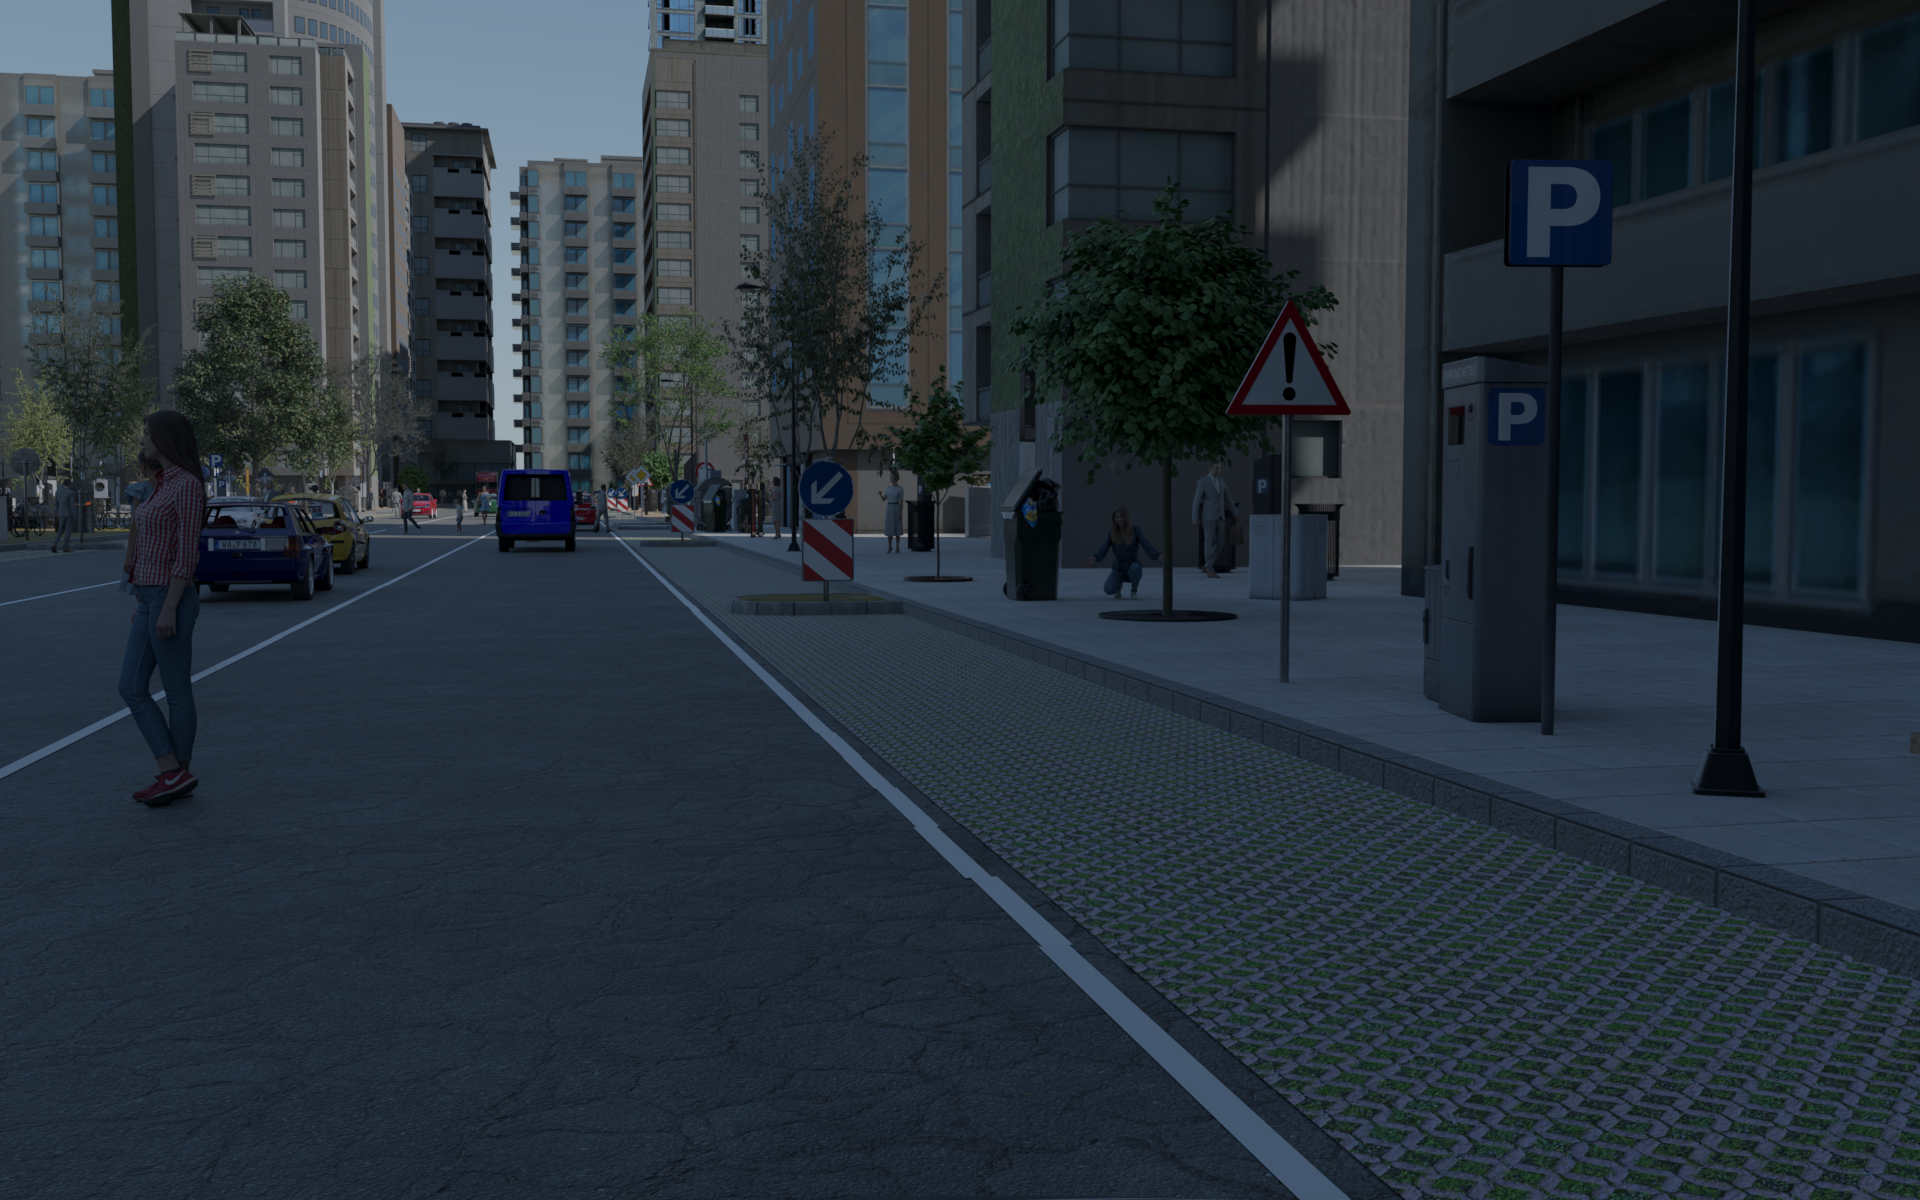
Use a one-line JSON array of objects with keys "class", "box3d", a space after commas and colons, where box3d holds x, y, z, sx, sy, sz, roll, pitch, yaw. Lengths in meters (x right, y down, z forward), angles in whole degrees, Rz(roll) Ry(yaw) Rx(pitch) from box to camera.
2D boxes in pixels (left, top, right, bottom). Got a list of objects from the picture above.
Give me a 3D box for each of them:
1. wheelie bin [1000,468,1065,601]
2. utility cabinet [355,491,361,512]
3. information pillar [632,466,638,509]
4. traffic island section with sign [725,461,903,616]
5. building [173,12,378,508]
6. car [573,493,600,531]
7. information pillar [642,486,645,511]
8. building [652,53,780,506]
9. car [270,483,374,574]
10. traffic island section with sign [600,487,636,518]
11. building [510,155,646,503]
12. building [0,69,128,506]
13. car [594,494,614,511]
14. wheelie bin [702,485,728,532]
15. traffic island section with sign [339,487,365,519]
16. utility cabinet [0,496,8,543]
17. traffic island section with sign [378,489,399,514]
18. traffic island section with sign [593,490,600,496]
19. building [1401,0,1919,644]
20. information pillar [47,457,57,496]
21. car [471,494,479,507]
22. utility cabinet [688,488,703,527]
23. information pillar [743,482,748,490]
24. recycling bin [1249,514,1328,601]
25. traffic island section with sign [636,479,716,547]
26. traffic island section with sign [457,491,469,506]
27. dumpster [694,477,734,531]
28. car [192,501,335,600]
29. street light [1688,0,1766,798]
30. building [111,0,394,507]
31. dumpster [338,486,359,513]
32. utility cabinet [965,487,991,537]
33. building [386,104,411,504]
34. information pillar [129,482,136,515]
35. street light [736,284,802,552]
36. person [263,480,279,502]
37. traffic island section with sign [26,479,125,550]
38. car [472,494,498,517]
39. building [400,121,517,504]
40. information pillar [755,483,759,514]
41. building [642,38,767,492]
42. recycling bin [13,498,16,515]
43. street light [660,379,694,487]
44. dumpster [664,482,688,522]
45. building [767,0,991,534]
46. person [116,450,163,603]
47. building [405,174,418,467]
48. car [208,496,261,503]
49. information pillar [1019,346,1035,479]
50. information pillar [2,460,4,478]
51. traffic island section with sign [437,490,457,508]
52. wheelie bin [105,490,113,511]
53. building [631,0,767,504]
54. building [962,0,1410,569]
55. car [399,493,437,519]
[{"class": "wheelie bin", "box3d": [0.883, -0.804, 21.058, 0.693, 1.594, 0.980, -1, 4, -14]}, {"class": "utility cabinet", "box3d": [-42.718, -6.913, 121.703, 1.173, 1.500, 0.318, 1, 4, 9]}, {"class": "information pillar", "box3d": [-27.390, -9.458, 145.986, 0.504, 3.616, 0.183, -2, 4, -28]}, {"class": "traffic island section with sign", "box3d": [-1.851, -0.773, 21.268, 1.989, 1.847, 2.006, -1, 4, -13]}, {"class": "building", "box3d": [-59.428, -28.624, 151.604, 14.154, 41.232, 14.086, -1, 4, -13]}, {"class": "car", "box3d": [-15.072, -3.611, 68.074, 2.155, 1.783, 4.494, -1, 4, -12]}, {"class": "information pillar", "box3d": [-23.023, -7.471, 126.641, 0.304, 2.012, 0.304, 1, 4, 21]}, {"class": "building", "box3d": [-22.195, -29.491, 165.773, 14.154, 41.232, 14.086, -1, 4, -13]}, {"class": "car", "box3d": [-12.005, -1.342, 32.173, 2.015, 1.641, 3.980, -1, 4, -13]}, {"class": "traffic island section with sign", "box3d": [-20.062, -5.724, 102.212, 1.989, 1.847, 2.006, -1, 4, -13]}, {"class": "building", "box3d": [-48.251, -38.427, 247.895, 30.456, 49.044, 23.786, -1, 4, -13]}, {"class": "building", "box3d": [-94.901, -35.437, 199.006, 30.456, 49.044, 23.786, -1, 4, -13]}, {"class": "car", "box3d": [-29.905, -8.242, 144.974, 2.015, 1.641, 3.980, -1, 4, -13]}, {"class": "wheelie bin", "box3d": [-8.199, -3.068, 58.072, 0.693, 1.594, 0.980, -3, 5, -40]}, {"class": "traffic island section with sign", "box3d": [-34.927, -5.495, 98.466, 1.989, 1.847, 2.006, -1, 4, -13]}, {"class": "utility cabinet", "box3d": [-25.380, -2.101, 45.521, 0.306, 1.237, 1.020, -1, 4, -10]}, {"class": "traffic island section with sign", "box3d": [-40.841, -7.103, 124.767, 1.989, 1.847, 2.006, -1, 4, -13]}, {"class": "traffic island section with sign", "box3d": [-25.984, -7.332, 128.512, 1.989, 1.847, 2.006, -1, 4, -13]}, {"class": "building", "box3d": [18.279, -23.784, 12.569, 21.300, 48.544, 21.600, -1, 4, -13]}, {"class": "information pillar", "box3d": [-54.791, -6.919, 104.479, 0.504, 3.616, 0.183, -2, 4, -30]}, {"class": "car", "box3d": [-52.009, -10.768, 188.065, 2.014, 1.417, 4.499, -1, 4, -12]}, {"class": "utility cabinet", "box3d": [-9.895, -3.554, 66.794, 1.173, 1.500, 0.318, -2, 4, -29]}, {"class": "information pillar", "box3d": [-12.941, -6.128, 104.678, 0.304, 2.012, 0.304, 1, 4, 9]}, {"class": "recycling bin", "box3d": [4.023, -0.530, 21.224, 0.722, 1.027, 0.722, 3, 5, 40]}, {"class": "traffic island section with sign", "box3d": [-7.779, -2.382, 47.566, 1.989, 1.847, 2.006, -1, 4, -13]}, {"class": "traffic island section with sign", "box3d": [-57.896, -11.738, 200.542, 1.989, 1.847, 2.006, -1, 4, -13]}, {"class": "dumpster", "box3d": [-8.528, -3.328, 60.173, 1.264, 1.857, 1.865, -1, 4, -13]}, {"class": "car", "box3d": [-9.930, -0.730, 24.523, 1.945, 1.354, 3.894, -1, 4, -14]}, {"class": "street light", "box3d": [2.776, -2.119, 7.183, 1.470, 5.913, 1.316, -1, 4, -13]}, {"class": "building", "box3d": [-68.688, -38.449, 170.636, 21.231, 58.520, 28.212, -1, 4, -13]}, {"class": "dumpster", "box3d": [-41.966, -6.914, 118.809, 1.264, 1.857, 1.865, -1, 4, -13]}, {"class": "utility cabinet", "box3d": [0.750, -2.596, 51.116, 1.173, 1.500, 0.318, -1, 4, -21]}, {"class": "building", "box3d": [-69.578, -33.234, 193.483, 14.600, 45.320, 14.200, -1, 4, -13]}, {"class": "information pillar", "box3d": [-49.628, -6.087, 104.012, 0.304, 2.012, 0.304, 2, 4, 23]}, {"class": "street light", "box3d": [-4.243, -4.034, 38.494, 1.470, 5.913, 1.316, -1, 4, -13]}, {"class": "person", "box3d": [-16.776, -2.026, 42.026, 0.661, 1.777, 0.834, 2, 4, 29]}, {"class": "traffic island section with sign", "box3d": [-22.870, -2.218, 44.892, 1.989, 1.847, 2.006, -1, 4, -13]}, {"class": "car", "box3d": [-30.024, -6.030, 110.392, 2.131, 1.459, 4.920, -1, 4, -14]}, {"class": "building", "box3d": [-77.213, -40.001, 243.260, 27.495, 52.752, 28.713, -1, 4, -13]}, {"class": "information pillar", "box3d": [-13.273, -6.695, 113.956, 0.304, 2.012, 0.304, 1, 4, 23]}, {"class": "building", "box3d": [-22.292, -34.259, 183.833, 21.300, 48.544, 21.600, -1, 4, -13]}, {"class": "recycling bin", "box3d": [-57.778, -5.656, 105.023, 0.722, 1.027, 0.722, 3, 5, 41]}, {"class": "street light", "box3d": [-11.411, -5.973, 70.204, 1.470, 5.913, 1.316, -1, 4, -13]}, {"class": "dumpster", "box3d": [-12.809, -4.472, 78.883, 1.264, 1.857, 1.865, -1, 4, -13]}, {"class": "building", "box3d": [0.792, -25.171, 61.655, 14.600, 45.320, 14.200, -1, 4, -13]}, {"class": "person", "box3d": [-6.500, -0.335, 14.071, 0.778, 1.811, 0.616, 3, 5, 42]}, {"class": "building", "box3d": [-73.300, -32.136, 209.018, 14.086, 41.232, 14.154, -1, 4, -13]}, {"class": "car", "box3d": [-22.765, -2.561, 54.229, 2.083, 1.381, 4.827, -1, 4, -11]}, {"class": "information pillar", "box3d": [1.070, -2.220, 27.654, 0.183, 3.616, 0.504, 2, 4, 24]}, {"class": "information pillar", "box3d": [-66.421, -7.886, 120.289, 0.183, 3.616, 0.504, -2, 4, -24]}, {"class": "traffic island section with sign", "box3d": [-51.976, -10.129, 174.243, 1.989, 1.847, 2.006, -1, 4, -13]}, {"class": "wheelie bin", "box3d": [-63.795, -7.430, 129.395, 0.980, 1.594, 0.693, -2, 4, -26]}, {"class": "building", "box3d": [-28.309, -54.774, 208.229, 22.319, 86.520, 31.000, -1, 4, -13]}, {"class": "building", "box3d": [7.091, -21.598, 36.721, 14.154, 41.232, 14.086, -1, 4, -13]}, {"class": "car", "box3d": [-31.896, -5.689, 102.051, 2.155, 1.783, 4.494, -1, 4, -12]}]
